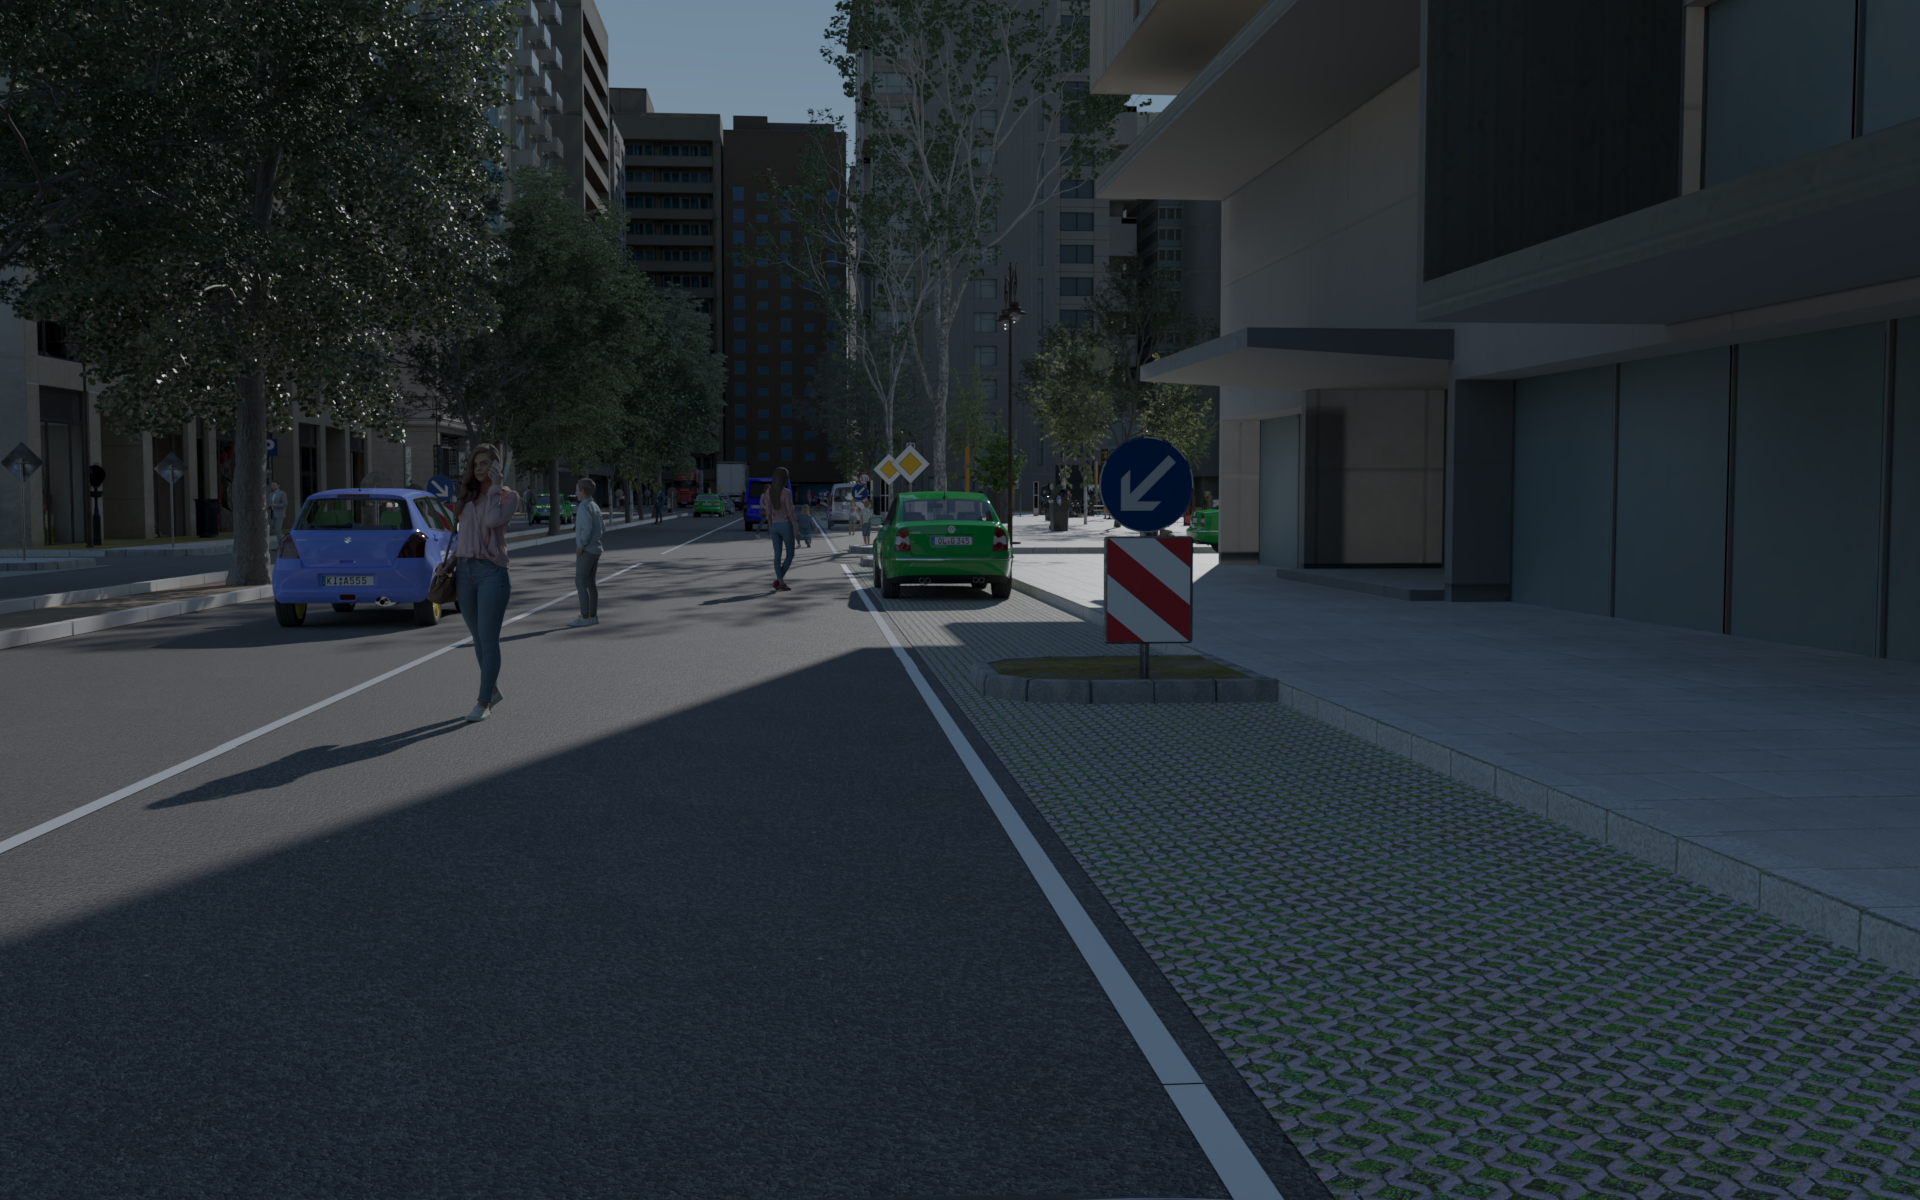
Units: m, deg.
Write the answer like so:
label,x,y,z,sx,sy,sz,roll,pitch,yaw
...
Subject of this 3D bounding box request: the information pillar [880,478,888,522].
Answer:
label,x,y,z,sx,sy,sz,roll,pitch,yaw
information pillar,-3.459,-4.598,79.676,0.304,2.012,0.304,2,4,34

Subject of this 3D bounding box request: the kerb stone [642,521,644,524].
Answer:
label,x,y,z,sx,sy,sz,roll,pitch,yaw
kerb stone,-14.991,-3.586,80.831,0.120,0.150,1.000,0,4,-5

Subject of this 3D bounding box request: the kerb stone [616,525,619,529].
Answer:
label,x,y,z,sx,sy,sz,roll,pitch,yaw
kerb stone,-13.938,-2.900,69.614,0.120,0.150,1.000,0,4,-5

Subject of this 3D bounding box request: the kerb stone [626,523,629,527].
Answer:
label,x,y,z,sx,sy,sz,roll,pitch,yaw
kerb stone,-14.320,-3.150,73.691,0.120,0.150,1.000,0,4,-5

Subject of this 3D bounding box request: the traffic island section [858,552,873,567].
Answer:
label,x,y,z,sx,sy,sz,roll,pitch,yaw
traffic island section,-0.980,-0.776,34.969,2.009,0.180,2.903,0,4,-5

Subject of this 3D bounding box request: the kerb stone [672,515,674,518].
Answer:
label,x,y,z,sx,sy,sz,roll,pitch,yaw
kerb stone,-16.814,-4.773,100.241,0.120,0.150,1.000,0,4,-5

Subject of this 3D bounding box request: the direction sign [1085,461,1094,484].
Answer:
label,x,y,z,sx,sy,sz,roll,pitch,yaw
direction sign,8.787,-7.682,117.597,0.379,3.537,0.876,-3,4,-38

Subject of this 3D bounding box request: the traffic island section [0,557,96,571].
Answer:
label,x,y,z,sx,sy,sz,roll,pitch,yaw
traffic island section,-18.047,-0.678,33.373,2.009,0.180,2.903,0,4,-5

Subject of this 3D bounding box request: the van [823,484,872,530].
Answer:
label,x,y,z,sx,sy,sz,roll,pitch,yaw
van,-4.583,-3.896,70.715,2.013,2.044,4.112,0,4,-5

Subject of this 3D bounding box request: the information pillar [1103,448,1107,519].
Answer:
label,x,y,z,sx,sy,sz,roll,pitch,yaw
information pillar,7.460,-5.971,88.985,0.183,3.616,0.504,0,4,-2

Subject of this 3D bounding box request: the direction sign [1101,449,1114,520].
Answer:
label,x,y,z,sx,sy,sz,roll,pitch,yaw
direction sign,7.499,-5.797,86.781,0.876,3.537,0.379,1,4,12

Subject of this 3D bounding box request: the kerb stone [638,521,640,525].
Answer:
label,x,y,z,sx,sy,sz,roll,pitch,yaw
kerb stone,-14.797,-3.462,78.793,0.120,0.150,1.000,0,4,-5

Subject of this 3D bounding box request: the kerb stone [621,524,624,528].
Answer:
label,x,y,z,sx,sy,sz,roll,pitch,yaw
kerb stone,-14.124,-3.025,71.652,0.120,0.150,1.000,0,4,-5

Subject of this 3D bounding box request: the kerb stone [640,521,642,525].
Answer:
label,x,y,z,sx,sy,sz,roll,pitch,yaw
kerb stone,-14.898,-3.518,79.810,0.120,0.150,1.000,0,4,-5

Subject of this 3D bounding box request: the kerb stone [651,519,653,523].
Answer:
label,x,y,z,sx,sy,sz,roll,pitch,yaw
kerb stone,-15.466,-3.892,85.942,0.120,0.150,1.000,0,4,-5

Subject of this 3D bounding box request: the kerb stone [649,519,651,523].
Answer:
label,x,y,z,sx,sy,sz,roll,pitch,yaw
kerb stone,-15.375,-3.835,84.909,0.120,0.150,1.000,0,4,-5

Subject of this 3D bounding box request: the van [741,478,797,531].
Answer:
label,x,y,z,sx,sy,sz,roll,pitch,yaw
van,-7.548,-3.920,68.476,2.240,2.365,5.245,0,4,-6

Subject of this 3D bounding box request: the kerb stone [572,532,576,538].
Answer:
label,x,y,z,sx,sy,sz,roll,pitch,yaw
kerb stone,-12.679,-2.085,56.331,0.120,0.150,1.000,0,4,-5

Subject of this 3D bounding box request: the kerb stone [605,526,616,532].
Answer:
label,x,y,z,sx,sy,sz,roll,pitch,yaw
kerb stone,-13.828,-2.838,68.591,0.120,0.150,1.000,0,4,-5

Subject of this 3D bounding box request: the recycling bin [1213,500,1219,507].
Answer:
label,x,y,z,sx,sy,sz,roll,pitch,yaw
recycling bin,11.445,-4.018,78.242,0.722,1.027,0.722,-1,4,-11

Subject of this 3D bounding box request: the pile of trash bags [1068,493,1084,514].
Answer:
label,x,y,z,sx,sy,sz,roll,pitch,yaw
pile of trash bags,7.544,-6.452,115.235,1.912,1.369,3.447,-1,4,-13

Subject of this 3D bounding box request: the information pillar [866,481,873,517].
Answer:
label,x,y,z,sx,sy,sz,roll,pitch,yaw
information pillar,-4.928,-5.487,94.206,0.304,2.012,0.304,1,4,17

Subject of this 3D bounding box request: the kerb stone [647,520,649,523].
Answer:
label,x,y,z,sx,sy,sz,roll,pitch,yaw
kerb stone,-15.274,-3.773,83.892,0.120,0.150,1.000,0,4,-5

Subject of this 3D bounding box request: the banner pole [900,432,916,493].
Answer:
label,x,y,z,sx,sy,sz,roll,pitch,yaw
banner pole,-2.128,-4.874,69.699,0.863,3.779,0.401,-1,4,-20

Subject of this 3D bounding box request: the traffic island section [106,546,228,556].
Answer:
label,x,y,z,sx,sy,sz,roll,pitch,yaw
traffic island section,-18.796,-1.165,41.323,2.009,0.180,2.903,0,4,-5

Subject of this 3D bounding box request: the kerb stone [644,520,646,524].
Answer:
label,x,y,z,sx,sy,sz,roll,pitch,yaw
kerb stone,-15.079,-3.646,81.851,0.120,0.150,1.000,0,4,-5

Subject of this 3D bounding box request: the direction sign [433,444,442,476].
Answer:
label,x,y,z,sx,sy,sz,roll,pitch,yaw
direction sign,-23.955,-5.350,79.466,0.379,3.537,0.876,0,4,5

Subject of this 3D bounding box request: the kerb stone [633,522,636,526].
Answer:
label,x,y,z,sx,sy,sz,roll,pitch,yaw
kerb stone,-14.598,-3.337,76.754,0.120,0.150,1.000,0,4,-5

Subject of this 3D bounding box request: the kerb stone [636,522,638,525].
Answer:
label,x,y,z,sx,sy,sz,roll,pitch,yaw
kerb stone,-14.697,-3.397,77.773,0.120,0.150,1.000,0,4,-5

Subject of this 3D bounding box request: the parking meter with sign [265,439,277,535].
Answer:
label,x,y,z,sx,sy,sz,roll,pitch,yaw
parking meter with sign,-21.637,-3.508,53.610,0.543,3.016,1.738,0,4,-6

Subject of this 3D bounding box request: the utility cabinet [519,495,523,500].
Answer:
label,x,y,z,sx,sy,sz,roll,pitch,yaw
utility cabinet,-28.702,-6.439,113.950,0.318,1.500,1.173,0,4,-2

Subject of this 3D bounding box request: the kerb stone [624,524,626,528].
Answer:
label,x,y,z,sx,sy,sz,roll,pitch,yaw
kerb stone,-14.224,-3.085,72.673,0.120,0.150,1.000,0,4,-5

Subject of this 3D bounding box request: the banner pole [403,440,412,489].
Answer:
label,x,y,z,sx,sy,sz,roll,pitch,yaw
banner pole,-25.544,-5.505,80.028,0.863,3.779,0.401,3,5,43

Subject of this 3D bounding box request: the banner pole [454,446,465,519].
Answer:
label,x,y,z,sx,sy,sz,roll,pitch,yaw
banner pole,-26.119,-6.145,90.492,0.863,3.779,0.401,2,4,30

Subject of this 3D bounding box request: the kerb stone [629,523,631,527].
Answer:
label,x,y,z,sx,sy,sz,roll,pitch,yaw
kerb stone,-14.407,-3.212,74.712,0.120,0.150,1.000,0,4,-5

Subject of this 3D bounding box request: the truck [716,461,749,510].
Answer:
label,x,y,z,sx,sy,sz,roll,pitch,yaw
truck,-20.142,-10.132,154.566,2.839,4.237,11.283,0,4,-4

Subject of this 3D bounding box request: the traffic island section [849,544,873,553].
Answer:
label,x,y,z,sx,sy,sz,roll,pitch,yaw
traffic island section,-1.729,-1.262,42.919,2.009,0.180,2.903,0,4,-5

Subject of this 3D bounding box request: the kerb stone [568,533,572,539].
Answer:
label,x,y,z,sx,sy,sz,roll,pitch,yaw
kerb stone,-12.587,-2.024,55.302,0.120,0.150,1.000,0,4,-5

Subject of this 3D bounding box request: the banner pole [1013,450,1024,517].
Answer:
label,x,y,z,sx,sy,sz,roll,pitch,yaw
banner pole,3.267,-6.576,97.529,0.401,3.779,0.863,3,4,38

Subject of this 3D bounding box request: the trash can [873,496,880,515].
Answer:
label,x,y,z,sx,sy,sz,roll,pitch,yaw
trash can,-4.895,-5.650,104.027,0.748,1.137,0.748,0,3,0

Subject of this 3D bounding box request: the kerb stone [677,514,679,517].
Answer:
label,x,y,z,sx,sy,sz,roll,pitch,yaw
kerb stone,-17.199,-5.022,104.315,0.120,0.150,1.000,0,4,-5

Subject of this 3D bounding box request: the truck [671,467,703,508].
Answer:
label,x,y,z,sx,sy,sz,roll,pitch,yaw
truck,-28.915,-11.939,184.119,2.839,4.237,11.283,0,4,-4

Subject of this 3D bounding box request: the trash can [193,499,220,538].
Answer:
label,x,y,z,sx,sy,sz,roll,pitch,yaw
trash can,-22.108,-2.397,50.850,0.748,1.137,0.748,0,3,0

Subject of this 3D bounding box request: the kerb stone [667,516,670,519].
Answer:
label,x,y,z,sx,sy,sz,roll,pitch,yaw
kerb stone,-16.523,-4.584,97.183,0.120,0.150,1.000,0,4,-5

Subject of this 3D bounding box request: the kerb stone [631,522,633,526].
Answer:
label,x,y,z,sx,sy,sz,roll,pitch,yaw
kerb stone,-14.507,-3.275,75.735,0.120,0.150,1.000,0,4,-5

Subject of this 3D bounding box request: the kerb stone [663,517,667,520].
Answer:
label,x,y,z,sx,sy,sz,roll,pitch,yaw
kerb stone,-16.339,-4.455,95.137,0.120,0.150,1.000,0,4,-5

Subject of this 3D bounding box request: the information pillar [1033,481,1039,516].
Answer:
label,x,y,z,sx,sy,sz,roll,pitch,yaw
information pillar,4.425,-5.894,100.860,0.304,2.012,0.304,0,4,2

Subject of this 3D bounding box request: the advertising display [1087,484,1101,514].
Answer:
label,x,y,z,sx,sy,sz,roll,pitch,yaw
advertising display,8.548,-6.444,110.574,0.974,1.923,0.123,-2,4,-32

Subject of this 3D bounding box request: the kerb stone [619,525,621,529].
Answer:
label,x,y,z,sx,sy,sz,roll,pitch,yaw
kerb stone,-14.023,-2.955,70.635,0.120,0.150,1.000,0,4,-5
